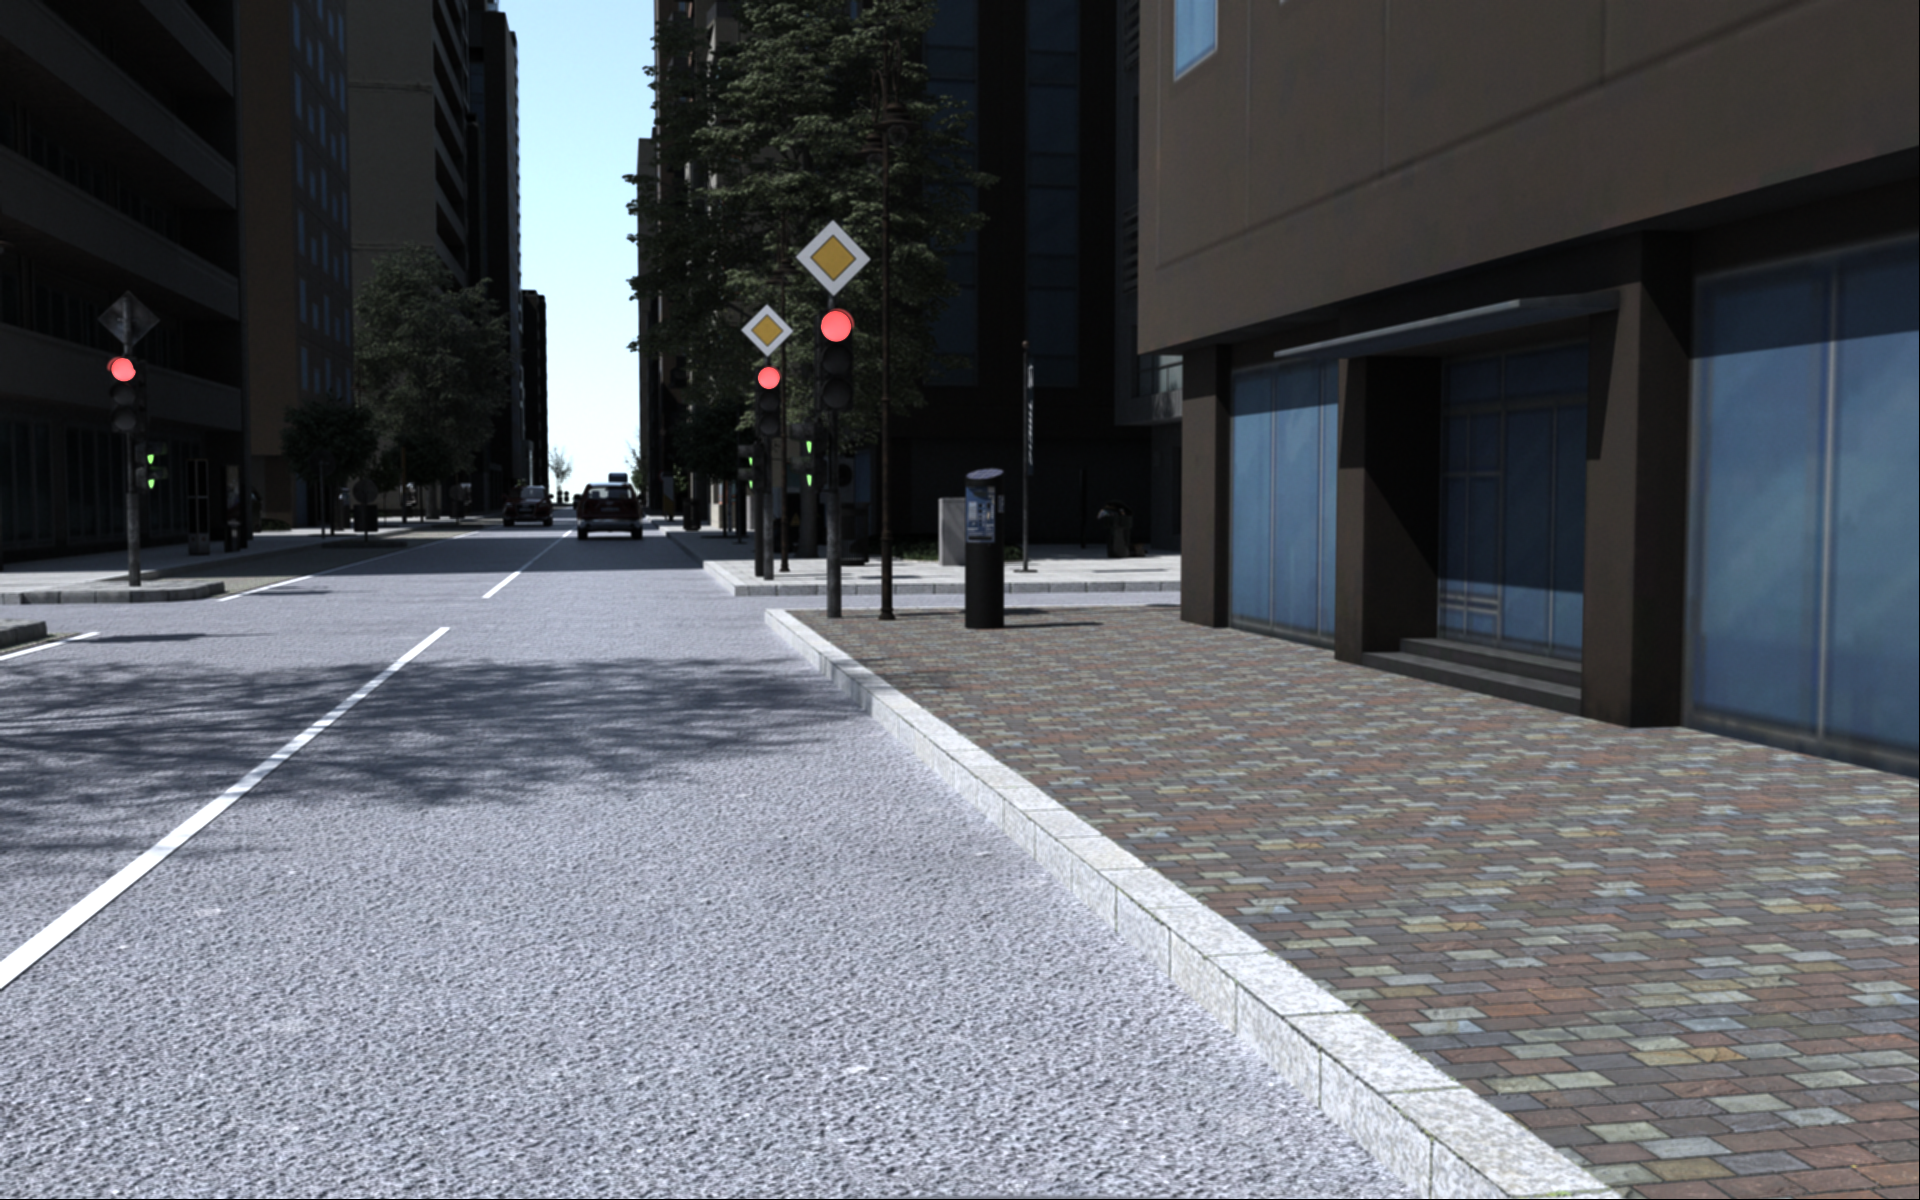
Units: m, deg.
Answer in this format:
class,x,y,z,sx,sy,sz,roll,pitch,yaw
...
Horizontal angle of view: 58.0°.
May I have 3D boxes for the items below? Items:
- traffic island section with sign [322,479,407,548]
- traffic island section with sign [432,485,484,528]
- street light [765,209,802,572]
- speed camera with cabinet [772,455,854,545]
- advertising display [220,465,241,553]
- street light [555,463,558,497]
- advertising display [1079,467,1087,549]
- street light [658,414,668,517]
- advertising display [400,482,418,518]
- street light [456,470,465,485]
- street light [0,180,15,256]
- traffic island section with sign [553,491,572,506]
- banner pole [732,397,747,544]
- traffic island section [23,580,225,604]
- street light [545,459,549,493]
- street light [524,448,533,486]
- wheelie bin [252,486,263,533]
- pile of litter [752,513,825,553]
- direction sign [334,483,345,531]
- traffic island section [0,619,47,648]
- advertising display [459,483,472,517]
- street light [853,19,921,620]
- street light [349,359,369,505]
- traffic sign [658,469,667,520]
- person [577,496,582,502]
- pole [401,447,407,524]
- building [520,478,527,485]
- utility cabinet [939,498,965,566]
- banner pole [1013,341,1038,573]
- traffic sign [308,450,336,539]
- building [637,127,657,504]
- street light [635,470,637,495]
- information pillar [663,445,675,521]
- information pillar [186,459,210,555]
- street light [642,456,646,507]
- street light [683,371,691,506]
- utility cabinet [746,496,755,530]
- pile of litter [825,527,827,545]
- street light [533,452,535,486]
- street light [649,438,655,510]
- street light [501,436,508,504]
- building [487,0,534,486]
class,x,y,z,sx,sy,sz,roll,pitch,yaw
traffic island section with sign,-15.920,-2.311,46.409,1.989,1.847,2.006,-1,4,-11
traffic island section with sign,-21.159,-3.938,73.007,1.989,1.847,2.006,-1,4,-11
street light,-2.897,-3.405,28.457,0.468,5.910,1.993,-1,4,-11
speed camera with cabinet,-3.529,-2.863,41.154,2.038,3.252,0.660,-2,4,-33
advertising display,-16.122,-2.025,38.317,0.123,1.923,0.974,0,4,-5
street light,-58.218,-16.968,250.208,0.468,5.910,1.993,-1,4,-11
advertising display,2.917,-2.194,41.081,0.123,1.923,0.974,0,4,1
street light,-17.876,-8.035,104.160,0.468,5.910,1.993,-1,4,-11
advertising display,-29.991,-5.445,94.246,0.974,1.923,0.123,1,4,13
street light,-28.354,-7.716,98.940,0.468,5.910,1.993,-1,4,-11
street light,-13.542,-3.132,23.996,0.468,5.910,1.993,-1,4,-11
traffic island section with sign,-46.878,-11.905,203.272,1.989,1.847,2.006,-1,4,-11
banner pole,-5.750,-3.360,44.955,0.401,3.779,0.863,-1,4,-12
traffic island section,-11.504,-0.112,24.110,2.009,0.180,2.903,-1,4,-11
street light,-51.251,-14.823,215.140,0.468,5.910,1.993,-1,4,-11
street light,-42.134,-11.983,168.712,0.468,5.910,1.993,-1,4,-11
wheelie bin,-23.577,-3.035,57.530,0.693,1.594,0.980,-2,4,-35
pile of litter,-3.936,-1.487,38.277,1.176,0.858,1.719,-2,4,-30
direction sign,-21.708,-4.185,60.417,0.379,3.537,0.876,0,4,-3
traffic island section,-9.958,0.367,16.276,2.009,0.180,2.903,-1,4,-11
advertising display,-27.797,-5.636,97.361,0.123,1.923,0.974,2,4,23
street light,-0.745,-2.735,17.506,0.468,5.910,1.993,-1,4,-11
street light,-20.539,-5.294,59.345,0.468,5.910,1.993,-1,4,-11
traffic sign,-14.498,-5.213,85.338,0.768,2.556,0.104,-1,4,-10
person,-23.823,-6.248,110.660,1.348,1.822,0.705,-1,4,-10
pole,-24.209,-4.987,75.382,0.158,3.312,0.155,0,3,0
building,-64.421,-30.415,189.167,32.217,40.220,23.993,-1,4,-11
utility cabinet,0.141,-1.219,31.094,1.020,1.237,0.306,-1,4,-16
banner pole,1.112,-2.331,28.130,0.401,3.779,0.863,-1,4,-9
traffic sign,-18.290,-3.032,49.681,0.768,2.556,0.104,0,4,-6
building,-31.100,-36.870,226.531,21.300,48.544,21.600,-1,4,-11
street light,-40.944,-15.162,220.689,0.468,5.910,1.993,-1,4,-11
information pillar,-13.740,-5.528,81.732,0.504,3.616,0.183,0,4,2
information pillar,-15.985,-1.947,36.333,0.304,2.012,0.304,2,4,27
street light,-31.631,-12.273,173.457,0.468,5.910,1.993,-1,4,-11
street light,-10.002,-5.576,63.959,0.468,5.910,1.993,-1,4,-11
utility cabinet,-7.562,-3.142,62.532,0.306,1.237,1.020,-1,4,-23
pile of litter,-3.853,-1.820,43.721,1.719,0.858,1.176,-1,4,-15
street light,-44.439,-12.705,180.520,0.468,5.910,1.993,-1,4,-11
street light,-24.667,-10.153,138.789,0.468,5.910,1.993,-1,4,-11
street light,-35.277,-9.866,134.101,0.468,5.910,1.993,-1,4,-11
building,-64.880,-55.227,215.636,22.319,86.520,31.000,-1,4,-11
